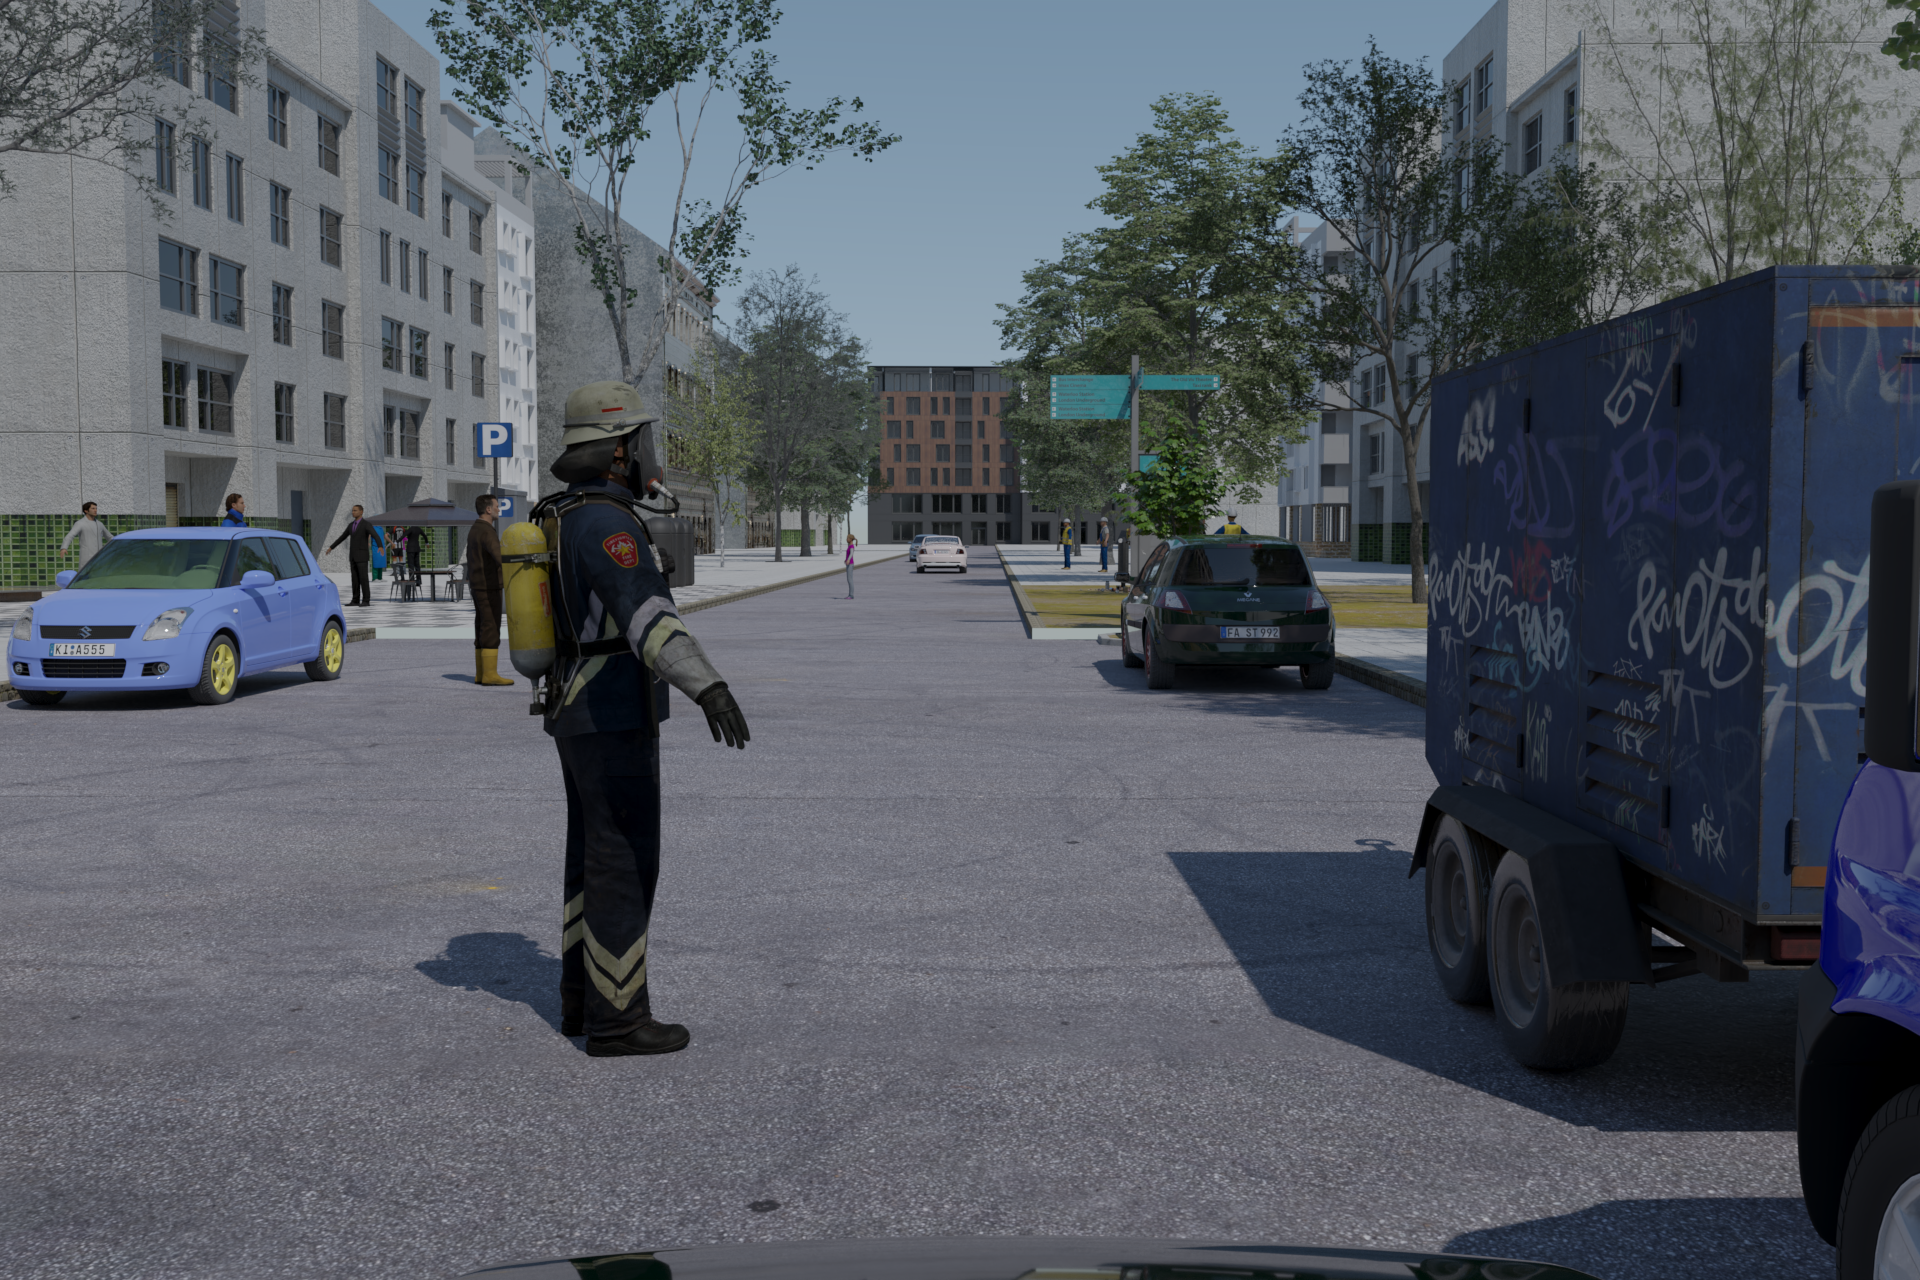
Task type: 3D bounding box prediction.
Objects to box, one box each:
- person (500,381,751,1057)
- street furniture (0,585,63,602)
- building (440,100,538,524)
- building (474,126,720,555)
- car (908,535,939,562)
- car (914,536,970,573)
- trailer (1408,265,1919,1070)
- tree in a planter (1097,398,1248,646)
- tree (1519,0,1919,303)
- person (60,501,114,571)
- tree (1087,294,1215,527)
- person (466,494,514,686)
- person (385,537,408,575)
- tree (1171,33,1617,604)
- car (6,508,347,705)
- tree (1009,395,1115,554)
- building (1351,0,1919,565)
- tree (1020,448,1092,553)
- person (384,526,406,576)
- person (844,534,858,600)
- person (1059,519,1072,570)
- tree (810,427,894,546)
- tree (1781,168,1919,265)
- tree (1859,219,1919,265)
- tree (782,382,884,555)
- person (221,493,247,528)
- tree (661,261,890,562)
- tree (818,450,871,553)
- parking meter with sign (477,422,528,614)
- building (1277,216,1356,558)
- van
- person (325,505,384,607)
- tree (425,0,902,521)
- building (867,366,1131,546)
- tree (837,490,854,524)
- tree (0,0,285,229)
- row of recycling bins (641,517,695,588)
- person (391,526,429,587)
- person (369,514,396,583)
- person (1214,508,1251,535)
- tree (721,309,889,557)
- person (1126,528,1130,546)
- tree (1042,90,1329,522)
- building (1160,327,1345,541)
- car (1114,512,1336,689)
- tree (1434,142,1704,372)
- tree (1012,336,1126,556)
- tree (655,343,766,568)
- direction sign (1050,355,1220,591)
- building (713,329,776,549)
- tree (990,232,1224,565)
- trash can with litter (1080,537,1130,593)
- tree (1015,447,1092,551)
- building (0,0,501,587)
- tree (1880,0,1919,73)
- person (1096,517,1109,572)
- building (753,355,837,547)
[{"bbox_3d":[-0.962,0.206,4.872,0.705,1.856,1.354,-2,4,-30],"label":"person"},{"bbox_3d":[-22.809,-1.545,32.114,9.812,1.723,11.010,2,4,27],"label":"street furniture"},{"bbox_3d":[-27.116,-13.494,77.048,16.016,20.090,11.380,0,4,1],"label":"building"},{"bbox_3d":[-25.225,-16.630,102.835,19.493,23.208,18.063,0,4,0],"label":"building"},{"bbox_3d":[-1.681,-4.753,89.720,2.014,1.417,4.499,0,4,1],"label":"car"},{"bbox_3d":[-0.673,-3.180,64.351,2.083,1.381,4.827,0,4,0],"label":"car"},{"bbox_3d":[2.201,0.085,5.660,1.471,1.999,3.904,0,3,0],"label":"trailer"},{"bbox_3d":[2.825,-1.561,22.744,1.991,3.239,1.994,0,4,1],"label":"tree in a planter"},{"bbox_3d":[8.741,-4.157,18.331,4.360,8.622,3.978,0,3,0],"label":"tree"},{"bbox_3d":[-14.014,-1.334,27.995,0.705,1.806,1.347,1,4,21],"label":"person"},{"bbox_3d":[6.146,-6.292,53.231,4.360,8.622,3.978,0,3,0],"label":"tree"},{"bbox_3d":[-4.450,-0.479,16.428,0.704,1.812,1.346,-2,4,-33],"label":"person"},{"bbox_3d":[-17.690,-2.786,54.818,0.991,1.433,0.599,-1,4,-21],"label":"person"},{"bbox_3d":[8.390,-5.969,32.013,8.767,10.594,7.601,-1,4,-23],"label":"tree"},{"bbox_3d":[-6.983,-0.371,15.655,1.945,1.707,3.694,0,4,1],"label":"car"},{"bbox_3d":[7.143,-11.277,110.131,9.928,11.665,9.643,0,3,0],"label":"tree"},{"bbox_3d":[26.327,-12.130,64.780,16.747,18.905,31.486,0,4,1],"label":"building"},{"bbox_3d":[7.867,-11.889,120.143,9.928,11.665,9.643,0,3,0],"label":"tree"},{"bbox_3d":[-17.210,-2.862,52.941,0.704,1.843,1.345,3,5,42],"label":"person"},{"bbox_3d":[-2.470,-1.606,37.988,0.599,1.433,0.991,0,4,-7],"label":"person"},{"bbox_3d":[3.830,-3.454,62.438,0.705,1.833,1.349,-1,4,-12],"label":"person"},{"bbox_3d":[-8.357,-11.713,125.921,7.601,10.594,8.767,-2,4,-31],"label":"tree"},{"bbox_3d":[18.225,-5.107,33.866,4.737,8.622,4.395,0,3,0],"label":"tree"},{"bbox_3d":[21.962,-5.568,41.398,4.360,8.622,3.978,0,3,0],"label":"tree"},{"bbox_3d":[-8.295,-11.169,108.368,9.928,11.665,9.643,0,3,0],"label":"tree"},{"bbox_3d":[-9.656,-1.053,23.197,0.704,1.831,1.345,-1,4,-9],"label":"person"},{"bbox_3d":[-8.240,-10.279,78.427,12.009,13.543,11.850,0,3,0],"label":"tree"},{"bbox_3d":[-8.098,-10.182,116.835,4.360,8.622,3.978,0,3,0],"label":"tree"},{"bbox_3d":[-7.240,-1.937,27.933,0.543,3.016,1.738,0,4,1],"label":"parking meter with sign"},{"bbox_3d":[24.516,-15.152,104.154,16.016,20.090,11.380,0,4,1],"label":"building"},{"bbox_3d":[2.218,0.237,0.509,2.240,2.365,5.245,0,4,1],"label":"van"},{"bbox_3d":[-10.646,-1.492,30.620,1.346,1.802,0.704,2,4,26],"label":"person"},{"bbox_3d":[-8.131,-11.805,48.897,12.611,20.169,13.585,0,3,0],"label":"tree"},{"bbox_3d":[4.696,-22.827,219.651,32.646,21.610,27.936,0,4,-2],"label":"building"},{"bbox_3d":[-16.489,-18.208,215.821,7.486,12.596,7.792,0,3,0],"label":"tree"},{"bbox_3d":[-12.543,-6.562,17.660,12.009,13.543,11.850,0,3,0],"label":"tree"},{"bbox_3d":[-7.117,-2.162,42.468,1.069,1.692,3.534,0,4,0],"label":"row of recycling bins"},{"bbox_3d":[-13.348,-2.166,42.130,0.721,1.740,1.216,2,4,27],"label":"person"},{"bbox_3d":[-15.412,-2.434,45.918,0.704,1.817,1.347,1,4,12],"label":"person"},{"bbox_3d":[5.034,-1.582,32.335,1.216,1.772,0.721,-1,4,-9],"label":"person"},{"bbox_3d":[-8.741,-11.661,97.310,9.857,13.997,8.962,0,3,0],"label":"tree"},{"bbox_3d":[5.996,-3.270,59.238,0.705,1.858,1.354,2,4,25],"label":"person"},{"bbox_3d":[5.943,-7.788,45.454,7.486,12.596,7.792,0,3,0],"label":"tree"},{"bbox_3d":[26.453,-17.758,156.800,16.747,18.905,31.486,0,4,1],"label":"building"},{"bbox_3d":[2.591,-0.464,17.371,2.009,1.686,4.222,0,4,1],"label":"car"},{"bbox_3d":[15.104,-6.579,41.972,7.601,10.594,8.767,0,4,6],"label":"tree"},{"bbox_3d":[6.512,-11.034,98.533,7.486,12.596,7.792,0,3,0],"label":"tree"},{"bbox_3d":[-9.238,-7.074,66.017,4.737,8.622,4.395,0,3,0],"label":"tree"},{"bbox_3d":[2.608,-2.243,25.434,2.525,3.948,1.411,0,4,1],"label":"direction sign"},{"bbox_3d":[-27.251,-19.939,156.931,19.493,23.208,18.063,0,4,2],"label":"building"},{"bbox_3d":[5.998,-10.080,71.457,9.857,13.997,8.962,0,3,0],"label":"tree"},{"bbox_3d":[3.572,-1.687,38.636,1.678,1.210,2.233,0,4,0],"label":"trash can with litter"},{"bbox_3d":[7.719,-11.968,130.094,7.601,10.594,8.767,-2,4,-24],"label":"tree"},{"bbox_3d":[-27.924,-11.647,56.894,16.747,18.905,31.486,0,4,1],"label":"building"},{"bbox_3d":[8.540,-5.533,8.600,7.486,12.596,7.792,0,3,0],"label":"tree"},{"bbox_3d":[4.804,-3.193,58.057,0.705,1.847,1.347,0,4,-7],"label":"person"},{"bbox_3d":[-23.158,-19.601,186.941,16.747,18.905,31.486,0,4,2],"label":"building"}]
